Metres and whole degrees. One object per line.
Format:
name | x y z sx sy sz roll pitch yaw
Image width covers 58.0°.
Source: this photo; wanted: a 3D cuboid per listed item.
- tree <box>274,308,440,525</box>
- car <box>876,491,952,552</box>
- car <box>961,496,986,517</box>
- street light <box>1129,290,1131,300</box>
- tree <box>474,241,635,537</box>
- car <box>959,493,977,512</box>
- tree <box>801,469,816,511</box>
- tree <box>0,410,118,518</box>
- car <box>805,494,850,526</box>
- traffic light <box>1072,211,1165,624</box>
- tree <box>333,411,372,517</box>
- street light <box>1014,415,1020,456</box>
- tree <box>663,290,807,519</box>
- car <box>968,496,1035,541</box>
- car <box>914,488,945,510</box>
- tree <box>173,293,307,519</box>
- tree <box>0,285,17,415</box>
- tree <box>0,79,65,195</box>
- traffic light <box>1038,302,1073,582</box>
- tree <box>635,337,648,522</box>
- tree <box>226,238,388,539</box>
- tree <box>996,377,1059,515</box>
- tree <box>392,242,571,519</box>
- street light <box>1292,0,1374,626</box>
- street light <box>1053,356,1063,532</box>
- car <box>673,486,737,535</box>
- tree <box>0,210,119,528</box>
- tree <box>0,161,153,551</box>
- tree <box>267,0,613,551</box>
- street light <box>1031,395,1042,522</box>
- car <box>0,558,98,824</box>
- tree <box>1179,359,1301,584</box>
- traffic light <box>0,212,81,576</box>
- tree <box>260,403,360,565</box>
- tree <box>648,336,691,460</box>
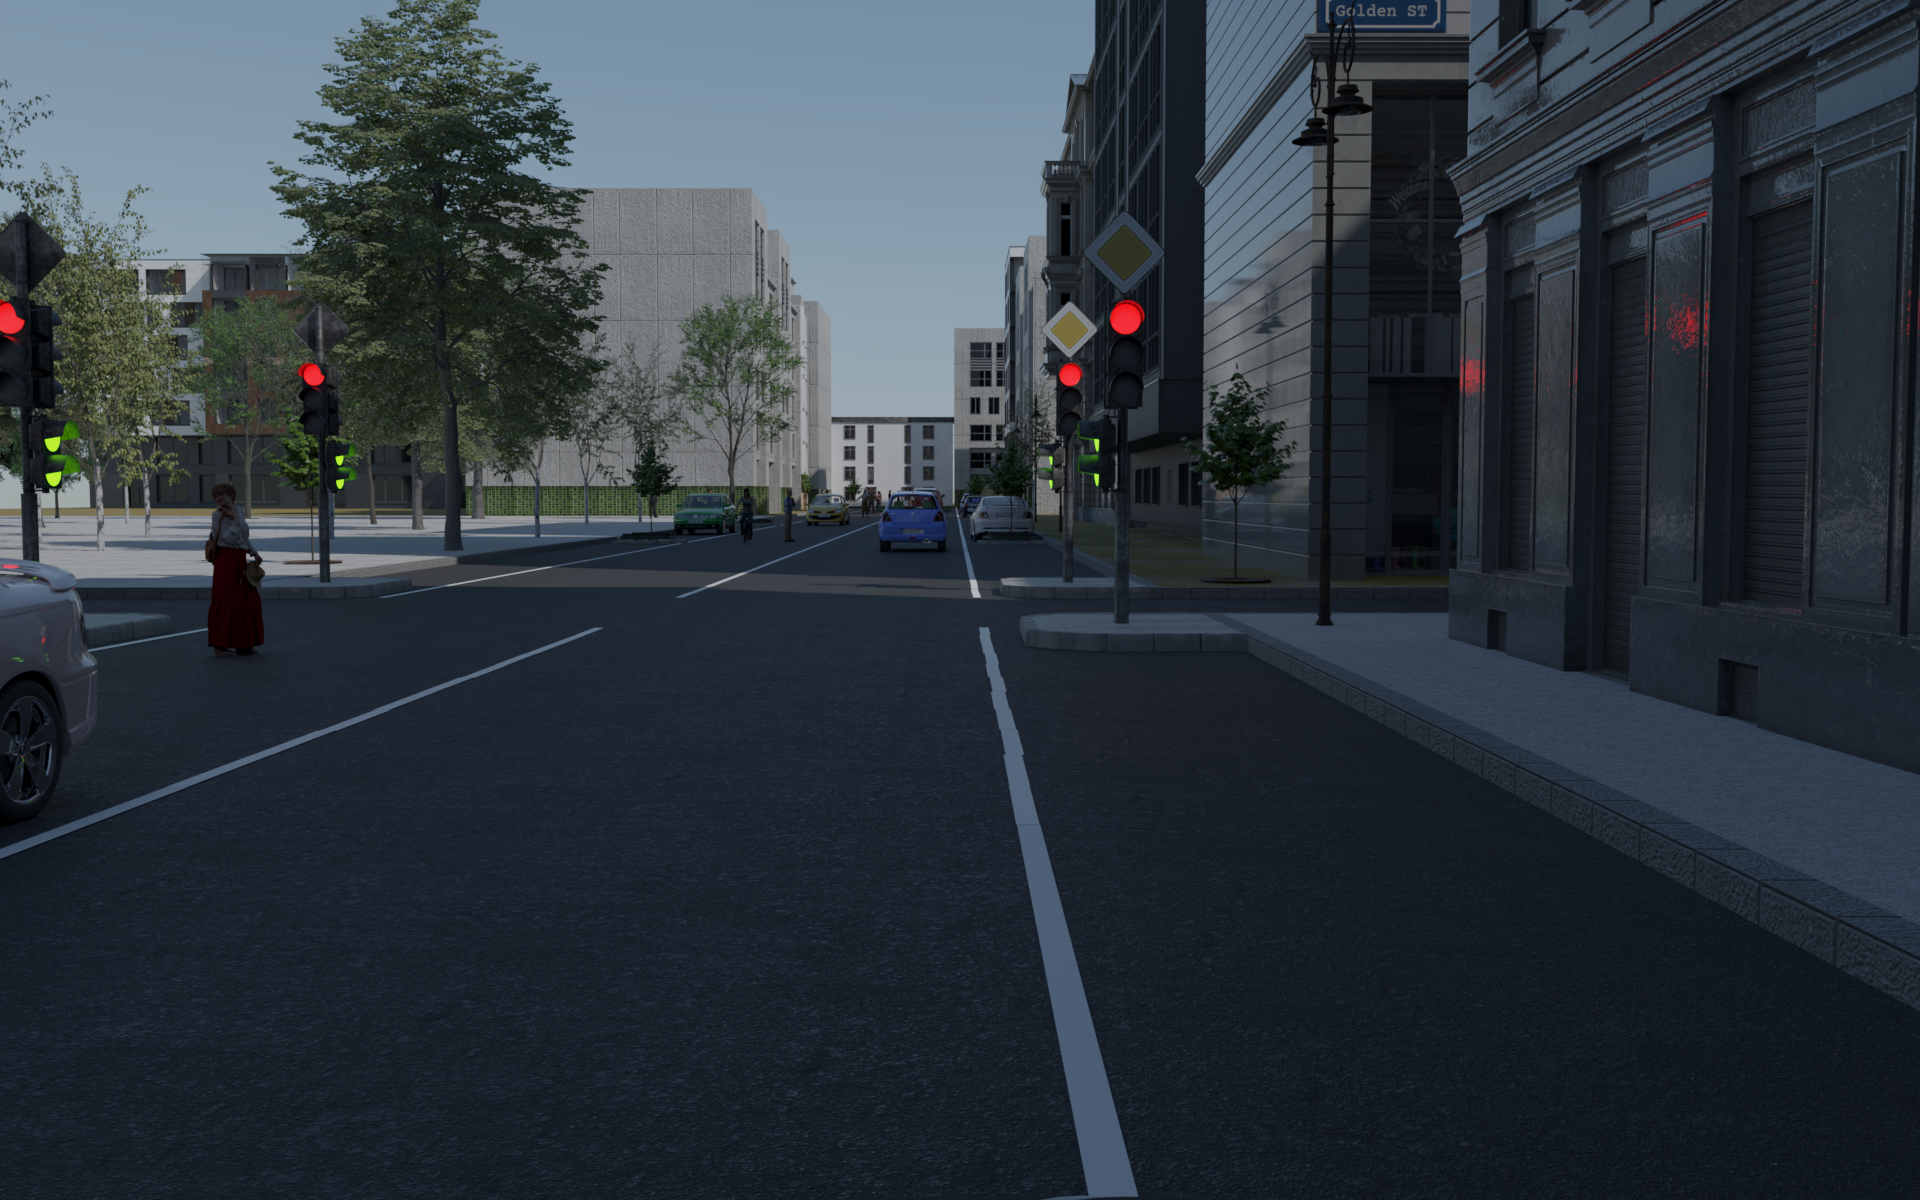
tree | -25.077 -8.458 72.704 7.601 10.594 8.767 -1 4 -18
car | -1.184 -2.126 44.348 1.945 1.707 3.694 0 4 -1
car | 1.018 -5.834 107.973 1.945 1.354 3.894 0 4 -1
street light | 3.560 -3.947 37.313 0.468 5.910 1.993 0 4 0
tree | -12.484 -6.175 51.319 4.360 8.622 3.978 0 3 0
car | 0.879 -7.754 136.369 1.945 1.707 3.694 0 4 -1
tree | -11.903 -8.563 134.612 1.663 3.219 1.824 0 3 0
tree | -49.297 -7.369 83.389 11.467 7.101 20.602 0 4 -7
car | -6.061 -4.253 79.755 2.015 1.641 3.980 0 4 2
traffic light | 1.588 -1.705 17.115 0.839 4.213 0.868 0 4 0
tree | -34.758 -8.929 96.349 4.737 8.622 4.395 0 3 0
street light | 3.281 -7.768 99.793 0.468 5.910 1.993 0 4 0
tree | -11.642 -9.953 88.490 9.928 11.665 9.643 0 3 0
car | 1.292 -2.537 53.836 2.083 1.381 4.827 0 4 -2
car | -2.071 -6.059 107.730 2.281 1.827 5.304 0 4 0
tree | -36.671 -9.989 89.077 9.928 11.665 9.643 0 3 0
tree | -32.510 -8.830 51.795 7.806 13.903 7.818 0 3 0
tree | -16.160 -4.678 26.851 4.360 8.622 3.978 0 3 0
traffic light | 1.555 -2.193 25.100 0.839 4.213 0.868 0 4 0
tree | -15.868 -7.542 73.672 4.360 8.622 3.978 0 3 0
tree | -18.136 -6.035 49.037 4.360 8.622 3.978 0 3 0
tree | 4.449 -9.568 106.797 4.360 8.622 3.978 0 3 0
tree | -24.729 -11.131 88.653 9.857 13.997 8.962 0 3 0
street light | 3.563 -2.689 16.758 0.468 5.910 1.993 0 4 0
street light | 3.388 -5.220 58.140 0.468 5.910 1.993 0 4 0
car | -9.133 -3.271 62.285 1.959 1.807 4.718 0 4 1
tree | -35.270 -8.781 65.621 6.751 12.117 7.091 0 3 0
tree | -19.331 -5.388 38.463 4.737 8.622 4.395 0 3 0
tree | -11.981 -7.404 39.180 7.486 12.596 7.792 0 3 0
street light | 3.458 -6.494 78.967 0.468 5.910 1.993 0 4 0
car | -5.025 0.373 6.267 2.083 1.381 4.827 0 4 1
tree | 3.893 -1.863 25.063 1.663 3.219 1.824 0 3 0
traffic light | -9.173 -1.701 17.056 0.839 4.213 0.868 0 4 0
tree | -12.016 -2.271 31.740 1.663 3.219 1.824 0 3 0
tree | -14.420 -7.876 79.143 4.360 8.622 3.978 0 3 0
